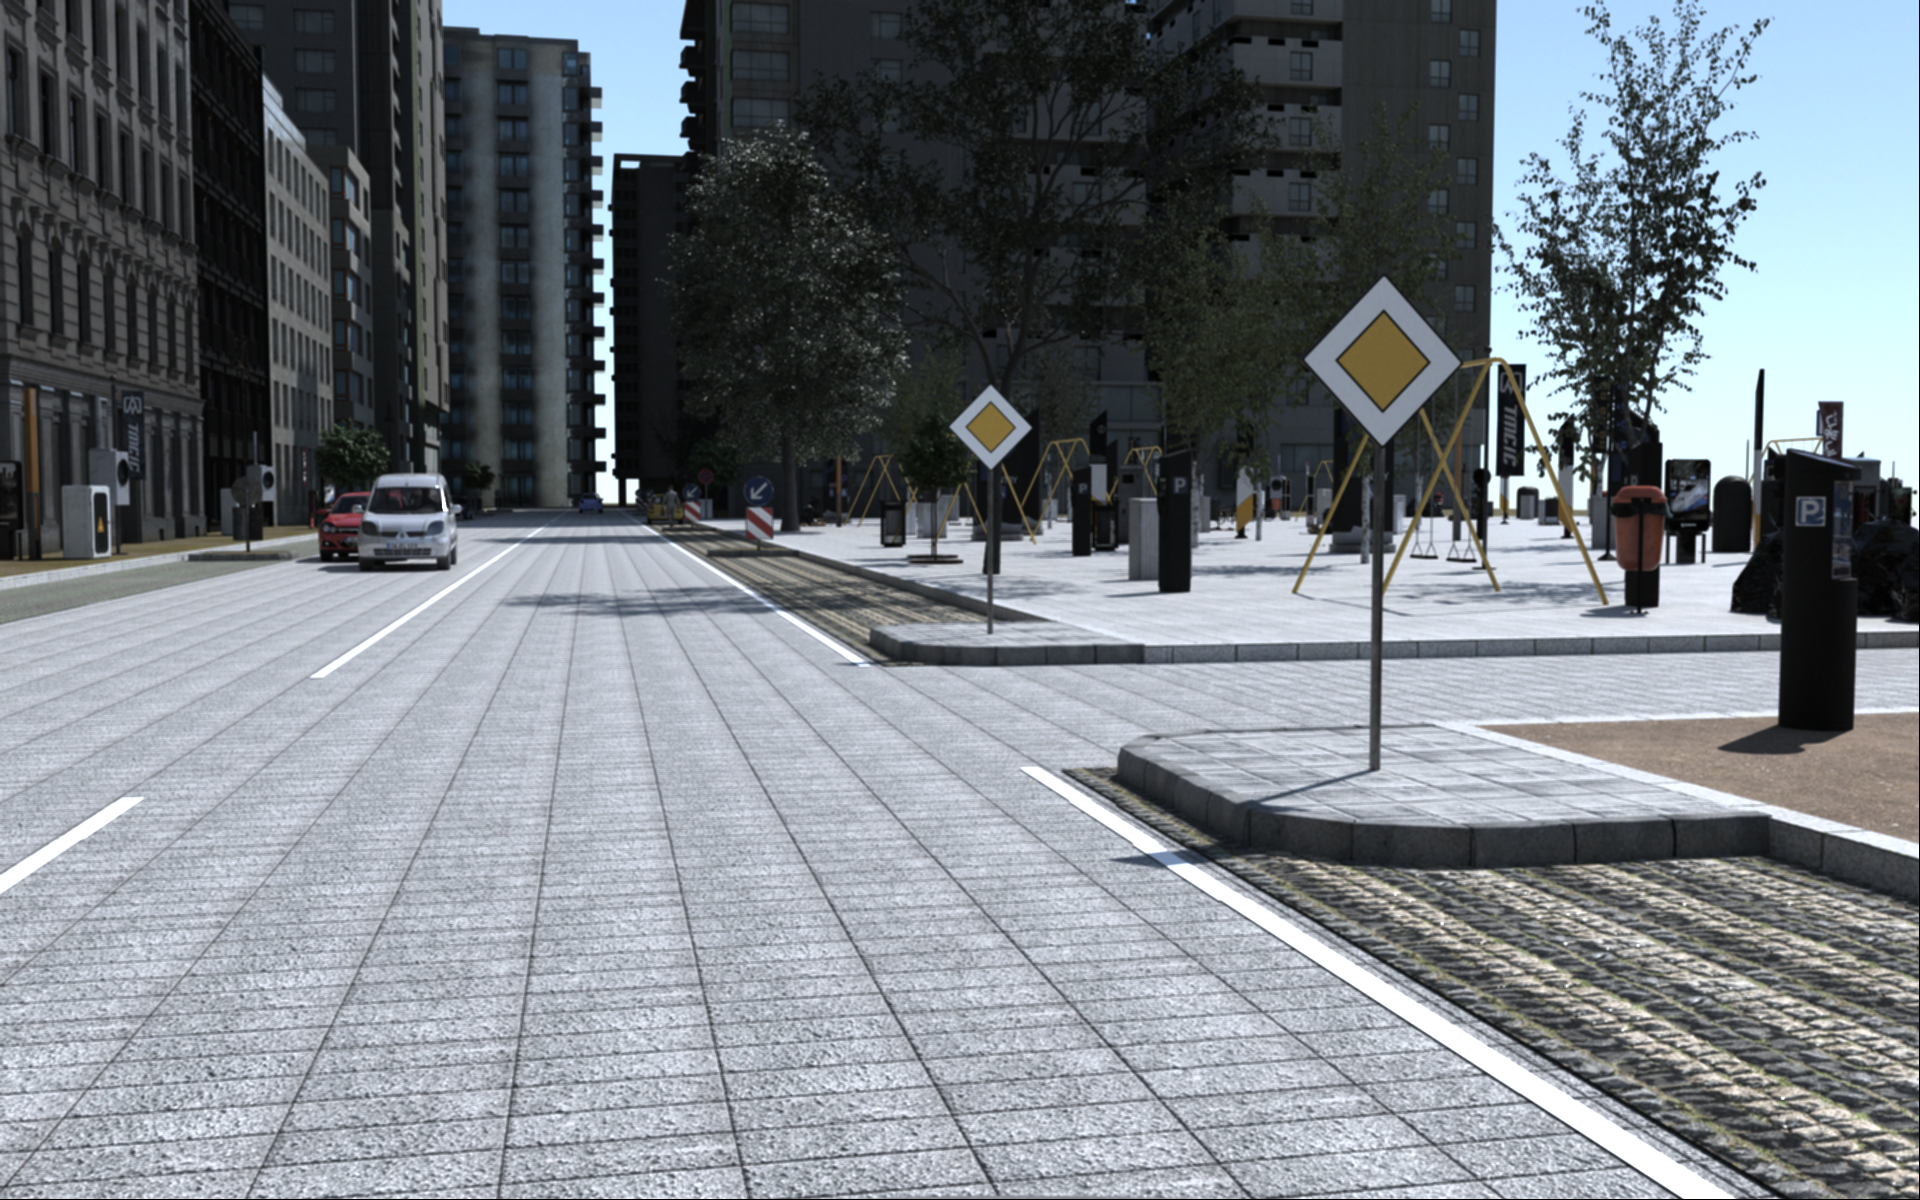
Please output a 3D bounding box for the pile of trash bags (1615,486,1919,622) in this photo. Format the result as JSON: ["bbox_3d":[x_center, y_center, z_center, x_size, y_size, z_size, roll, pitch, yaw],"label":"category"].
[{"bbox_3d":[8.716,-0.528,18.391,3.447,1.369,1.912,1,4,17],"label":"pile of trash bags"}]

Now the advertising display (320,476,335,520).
[{"bbox_3d":[-22.859,-3.514,62.665,0.123,1.923,0.974,0,4,3],"label":"advertising display"}]

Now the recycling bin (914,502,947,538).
[{"bbox_3d":[-0.820,-2.320,50.486,0.722,1.027,0.722,-1,4,-18],"label":"recycling bin"}]

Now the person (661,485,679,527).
[{"bbox_3d":[-12.442,-4.020,74.352,0.709,1.813,0.853,-3,5,-39],"label":"person"}]

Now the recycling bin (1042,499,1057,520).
[{"bbox_3d":[4.297,-4.417,84.771,0.722,1.027,0.722,-2,4,-27],"label":"recycling bin"}]

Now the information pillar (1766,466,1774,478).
[{"bbox_3d":[21.239,-2.492,45.238,0.304,2.012,0.304,3,5,39],"label":"information pillar"}]

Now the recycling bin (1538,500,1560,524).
[{"bbox_3d":[25.752,-3.863,75.721,0.722,1.027,0.722,0,4,-2],"label":"recycling bin"}]

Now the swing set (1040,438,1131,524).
[{"bbox_3d":[3.032,-3.207,50.062,2.862,2.851,3.119,-1,4,-12],"label":"swing set"}]

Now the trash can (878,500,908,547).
[{"bbox_3d":[-1.617,-1.850,41.902,0.748,1.137,0.748,0,3,0],"label":"trash can"}]

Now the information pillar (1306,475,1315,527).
[{"bbox_3d":[13.706,-3.867,67.721,0.304,2.012,0.304,1,4,13],"label":"information pillar"}]

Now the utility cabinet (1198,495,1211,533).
[{"bbox_3d":[8.214,-2.871,58.107,0.306,1.237,1.020,0,4,2],"label":"utility cabinet"}]

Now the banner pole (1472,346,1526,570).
[{"bbox_3d":[9.166,-2.407,29.379,0.863,3.779,0.401,0,4,8],"label":"banner pole"}]

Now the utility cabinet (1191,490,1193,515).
[{"bbox_3d":[11.325,-4.820,87.486,1.173,1.500,0.318,-1,4,-18],"label":"utility cabinet"}]

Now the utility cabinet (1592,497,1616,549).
[{"bbox_3d":[15.338,-1.794,40.496,1.020,1.237,0.306,2,4,28],"label":"utility cabinet"}]

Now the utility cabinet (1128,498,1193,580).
[{"bbox_3d":[3.032,-0.915,26.120,1.020,1.237,0.306,-2,4,-33],"label":"utility cabinet"}]

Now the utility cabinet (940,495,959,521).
[{"bbox_3d":[-0.577,-4.377,82.730,1.020,1.237,0.306,1,4,10],"label":"utility cabinet"}]

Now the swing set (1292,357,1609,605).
[{"bbox_3d":[5.901,-1.450,21.321,2.862,2.851,3.119,0,4,-8],"label":"swing set"}]

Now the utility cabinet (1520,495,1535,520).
[{"bbox_3d":[28.683,-4.672,87.551,0.306,1.237,1.020,0,4,-7],"label":"utility cabinet"}]

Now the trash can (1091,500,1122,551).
[{"bbox_3d":[3.278,-1.680,39.121,0.748,1.137,0.748,0,3,0],"label":"trash can"}]

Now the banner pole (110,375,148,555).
[{"bbox_3d":[-17.682,-2.859,36.761,0.401,3.779,0.863,3,5,42],"label":"banner pole"}]

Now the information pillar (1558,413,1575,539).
[{"bbox_3d":[17.553,-3.594,50.119,0.183,3.616,0.504,-2,4,-28],"label":"information pillar"}]

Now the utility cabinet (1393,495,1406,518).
[{"bbox_3d":[23.846,-5.098,94.513,1.020,1.237,0.306,-1,4,-23],"label":"utility cabinet"}]

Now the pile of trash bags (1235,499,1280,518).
[{"bbox_3d":[16.126,-5.043,92.213,1.912,1.369,3.447,-1,4,-20],"label":"pile of trash bags"}]

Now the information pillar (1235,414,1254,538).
[{"bbox_3d":[8.244,-3.597,50.173,0.504,3.616,0.183,0,4,-4],"label":"information pillar"}]

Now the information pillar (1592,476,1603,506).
[{"bbox_3d":[25.622,-3.983,69.621,0.304,2.012,0.304,-3,5,-44],"label":"information pillar"}]

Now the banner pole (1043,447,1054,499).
[{"bbox_3d":[4.685,-6.154,90.630,0.863,3.779,0.401,-2,4,-24],"label":"banner pole"}]

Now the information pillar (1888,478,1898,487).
[{"bbox_3d":[42.107,-4.508,78.200,0.304,2.012,0.304,-1,4,-14],"label":"information pillar"}]

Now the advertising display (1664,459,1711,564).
[{"bbox_3d":[13.443,-1.640,32.030,0.974,1.923,0.123,-1,4,-21],"label":"advertising display"}]

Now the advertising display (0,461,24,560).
[{"bbox_3d":[-18.574,-1.738,33.626,0.974,1.923,0.123,1,4,23],"label":"advertising display"}]

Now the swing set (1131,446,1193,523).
[{"bbox_3d":[6.208,-3.692,57.992,2.862,2.851,3.119,-1,4,-9],"label":"swing set"}]

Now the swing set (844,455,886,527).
[{"bbox_3d":[-3.041,-4.412,69.749,2.862,2.851,3.119,-1,4,-15],"label":"swing set"}]

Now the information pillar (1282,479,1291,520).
[{"bbox_3d":[15.948,-4.905,84.689,0.304,2.012,0.304,-2,4,-27],"label":"information pillar"}]

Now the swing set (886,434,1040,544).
[{"bbox_3d":[0.034,-2.893,44.921,2.862,2.851,3.119,-2,4,-23],"label":"swing set"}]

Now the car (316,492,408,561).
[{"bbox_3d":[-13.048,-1.793,38.358,2.155,1.783,4.494,-1,4,-13],"label":"car"}]

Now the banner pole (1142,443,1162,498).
[{"bbox_3d":[9.459,-5.771,84.380,0.863,3.779,0.401,-1,4,-9],"label":"banner pole"}]

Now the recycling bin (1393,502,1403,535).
[{"bbox_3d":[13.646,-2.600,55.071,0.722,1.027,0.722,2,4,30],"label":"recycling bin"}]

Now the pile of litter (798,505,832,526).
[{"bbox_3d":[-5.860,-3.377,69.177,1.719,0.858,1.176,-2,4,-25],"label":"pile of litter"}]

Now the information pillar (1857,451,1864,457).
[{"bbox_3d":[48.810,-6.282,94.059,0.504,3.616,0.183,0,4,-4],"label":"information pillar"}]

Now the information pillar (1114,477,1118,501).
[{"bbox_3d":[6.746,-4.220,73.487,0.304,2.012,0.304,3,5,43],"label":"information pillar"}]

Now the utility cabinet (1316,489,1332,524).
[{"bbox_3d":[15.442,-3.958,73.394,0.318,1.500,1.173,2,4,29],"label":"utility cabinet"}]

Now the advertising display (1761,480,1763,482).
[{"bbox_3d":[37.638,-4.625,80.825,0.974,1.923,0.123,-2,4,-30],"label":"advertising display"}]

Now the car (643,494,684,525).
[{"bbox_3d":[-14.050,-4.417,82.445,2.015,1.641,3.980,-1,4,-10],"label":"car"}]

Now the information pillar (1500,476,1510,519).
[{"bbox_3d":[28.296,-6.029,89.930,0.504,3.616,0.183,-1,4,-14],"label":"information pillar"}]

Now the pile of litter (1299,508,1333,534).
[{"bbox_3d":[11.673,-2.543,55.543,1.719,0.858,1.176,0,4,-5],"label":"pile of litter"}]

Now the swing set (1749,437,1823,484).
[{"bbox_3d":[23.691,-3.138,48.918,2.862,2.851,3.119,0,4,-2],"label":"swing set"}]

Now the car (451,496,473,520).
[{"bbox_3d":[-28.217,-5.146,96.722,1.945,1.354,3.894,-1,4,-11],"label":"car"}]

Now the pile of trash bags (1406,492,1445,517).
[{"bbox_3d":[26.138,-5.309,96.555,1.912,1.369,3.447,3,4,37],"label":"pile of trash bags"}]

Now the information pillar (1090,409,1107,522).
[{"bbox_3d":[3.832,-3.457,47.875,0.504,3.616,0.183,0,4,3],"label":"information pillar"}]

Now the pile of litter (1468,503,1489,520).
[{"bbox_3d":[26.050,-4.481,87.224,1.176,0.858,1.719,1,4,19],"label":"pile of litter"}]

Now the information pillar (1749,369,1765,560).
[{"bbox_3d":[15.037,-2.525,32.643,0.183,3.616,0.504,1,4,17],"label":"information pillar"}]
